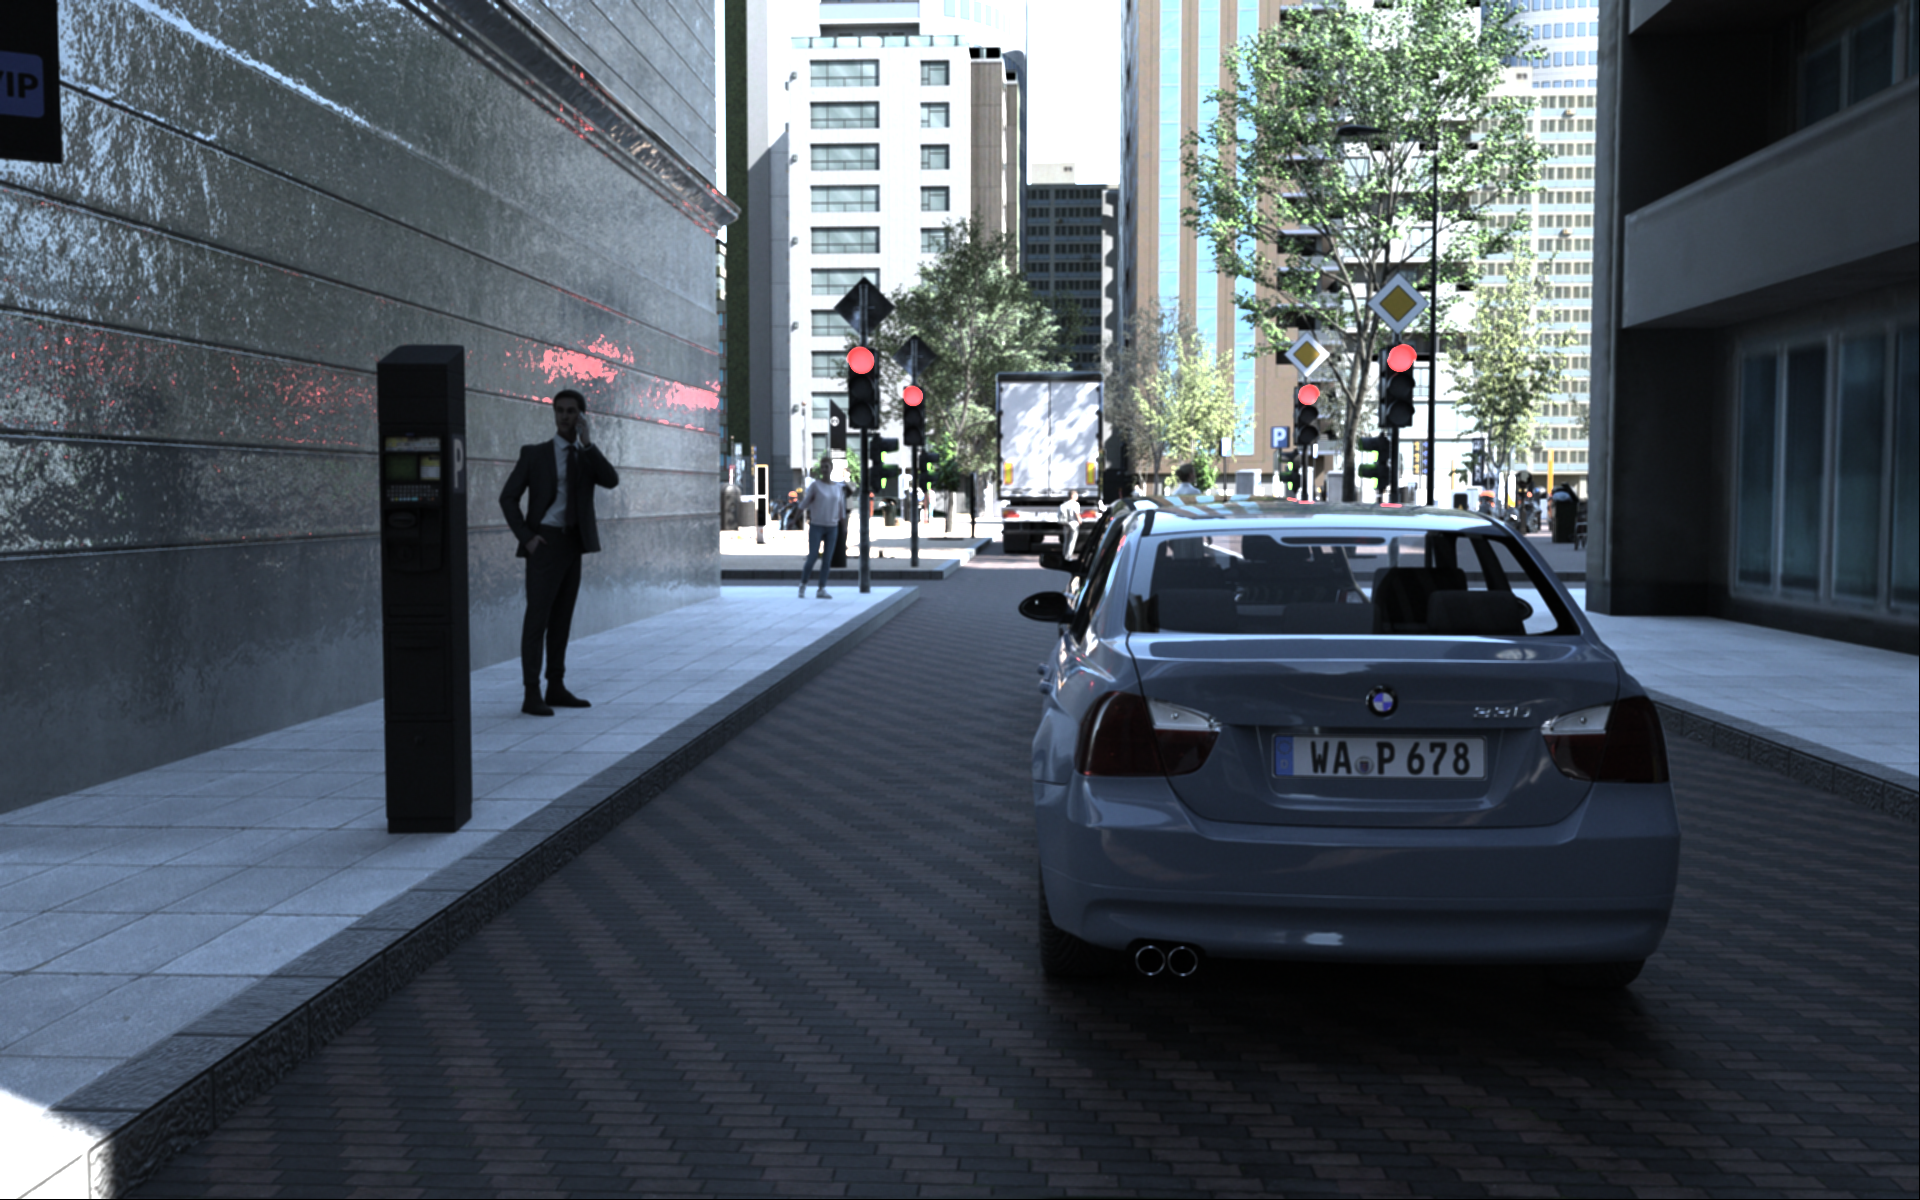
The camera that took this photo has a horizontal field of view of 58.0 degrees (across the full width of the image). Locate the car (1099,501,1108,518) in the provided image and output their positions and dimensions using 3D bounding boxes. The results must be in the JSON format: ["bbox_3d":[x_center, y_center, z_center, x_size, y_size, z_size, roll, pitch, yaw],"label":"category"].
[{"bbox_3d":[4.550,-3.190,64.523,2.083,1.381,4.827,0,4,4],"label":"car"}]

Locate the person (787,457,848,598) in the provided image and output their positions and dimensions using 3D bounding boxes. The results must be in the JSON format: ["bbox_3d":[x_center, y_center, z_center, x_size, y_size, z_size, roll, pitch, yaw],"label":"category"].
[{"bbox_3d":[-1.815,-0.898,21.394,0.731,1.740,0.598,-3,4,-36],"label":"person"}]

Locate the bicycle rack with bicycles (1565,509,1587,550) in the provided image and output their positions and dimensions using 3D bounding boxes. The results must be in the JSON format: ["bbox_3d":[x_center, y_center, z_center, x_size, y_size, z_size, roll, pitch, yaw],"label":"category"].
[{"bbox_3d":[15.056,-1.605,39.631,2.852,0.926,2.925,2,4,35],"label":"bicycle rack with bicycles"}]

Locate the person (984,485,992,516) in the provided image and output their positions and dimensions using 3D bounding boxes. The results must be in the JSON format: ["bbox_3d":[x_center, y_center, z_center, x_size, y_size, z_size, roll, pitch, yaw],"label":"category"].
[{"bbox_3d":[1.597,-5.853,101.837,0.391,1.810,0.635,2,4,34],"label":"person"}]

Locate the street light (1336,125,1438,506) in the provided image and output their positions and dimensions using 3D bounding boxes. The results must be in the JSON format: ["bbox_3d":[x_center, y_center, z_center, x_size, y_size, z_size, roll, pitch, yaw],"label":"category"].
[{"bbox_3d":[5.436,-3.021,21.941,1.470,5.913,1.316,0,4,3],"label":"street light"}]

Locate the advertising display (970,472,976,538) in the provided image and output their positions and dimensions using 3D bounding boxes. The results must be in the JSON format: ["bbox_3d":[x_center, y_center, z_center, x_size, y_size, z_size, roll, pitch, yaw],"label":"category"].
[{"bbox_3d":[0.384,-2.779,50.645,0.123,1.923,0.974,0,4,4],"label":"advertising display"}]

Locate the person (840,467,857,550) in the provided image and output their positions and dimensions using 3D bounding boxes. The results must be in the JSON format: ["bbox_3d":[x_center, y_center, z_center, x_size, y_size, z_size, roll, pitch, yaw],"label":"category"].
[{"bbox_3d":[-2.690,-2.098,39.712,0.648,1.900,0.474,0,4,-3],"label":"person"}]

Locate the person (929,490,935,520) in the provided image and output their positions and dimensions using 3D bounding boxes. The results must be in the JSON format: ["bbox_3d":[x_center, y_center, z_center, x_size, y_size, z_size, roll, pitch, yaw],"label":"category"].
[{"bbox_3d":[-1.542,-4.859,86.333,0.563,1.720,0.643,1,4,15],"label":"person"}]

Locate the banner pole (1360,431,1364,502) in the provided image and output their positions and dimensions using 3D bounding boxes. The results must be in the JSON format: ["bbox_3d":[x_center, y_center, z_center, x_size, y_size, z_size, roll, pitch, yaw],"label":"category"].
[{"bbox_3d":[15.985,-4.820,68.825,0.401,3.779,0.863,1,4,19],"label":"banner pole"}]

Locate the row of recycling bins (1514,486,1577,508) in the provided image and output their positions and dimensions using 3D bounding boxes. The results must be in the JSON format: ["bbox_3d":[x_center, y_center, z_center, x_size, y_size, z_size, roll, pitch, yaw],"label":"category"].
[{"bbox_3d":[30.851,-5.147,91.261,1.069,1.692,3.534,-3,5,-41],"label":"row of recycling bins"}]

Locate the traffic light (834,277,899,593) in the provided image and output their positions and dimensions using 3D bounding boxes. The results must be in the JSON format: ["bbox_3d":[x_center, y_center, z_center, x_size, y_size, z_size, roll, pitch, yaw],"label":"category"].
[{"bbox_3d":[-1.224,-2.050,22.440,0.839,4.253,0.868,0,4,3],"label":"traffic light"}]

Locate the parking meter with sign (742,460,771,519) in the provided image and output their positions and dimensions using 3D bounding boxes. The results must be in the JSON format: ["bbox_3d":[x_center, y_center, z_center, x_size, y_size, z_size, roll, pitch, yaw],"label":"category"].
[{"bbox_3d":[-10.229,-5.654,88.704,1.738,3.016,0.543,-1,4,-19],"label":"parking meter with sign"}]

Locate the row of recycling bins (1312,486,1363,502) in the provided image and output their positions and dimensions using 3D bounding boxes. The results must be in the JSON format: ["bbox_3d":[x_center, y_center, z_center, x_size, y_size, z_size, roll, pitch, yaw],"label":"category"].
[{"bbox_3d":[17.932,-4.671,83.484,3.534,1.692,1.069,-2,4,-31],"label":"row of recycling bins"}]

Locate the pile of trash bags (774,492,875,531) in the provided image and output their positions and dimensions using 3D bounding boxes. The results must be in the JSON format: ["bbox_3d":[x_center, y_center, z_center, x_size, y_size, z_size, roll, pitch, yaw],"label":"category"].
[{"bbox_3d":[-4.705,-3.131,60.941,3.447,1.369,1.912,0,4,-6],"label":"pile of trash bags"}]

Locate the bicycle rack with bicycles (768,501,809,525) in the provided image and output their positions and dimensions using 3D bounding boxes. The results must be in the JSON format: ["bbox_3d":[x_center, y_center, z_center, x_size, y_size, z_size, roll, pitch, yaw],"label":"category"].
[{"bbox_3d":[-6.337,-3.727,74.326,2.925,0.926,2.852,-3,5,-45],"label":"bicycle rack with bicycles"}]

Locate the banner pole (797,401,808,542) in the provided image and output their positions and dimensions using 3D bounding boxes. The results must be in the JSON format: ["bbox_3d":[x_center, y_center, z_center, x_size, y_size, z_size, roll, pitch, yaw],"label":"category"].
[{"bbox_3d":[-4.198,-3.452,46.465,0.401,3.779,0.863,0,4,-1],"label":"banner pole"}]

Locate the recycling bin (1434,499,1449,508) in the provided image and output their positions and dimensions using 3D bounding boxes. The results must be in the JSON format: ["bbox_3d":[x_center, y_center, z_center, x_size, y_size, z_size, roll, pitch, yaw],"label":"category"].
[{"bbox_3d":[22.907,-4.305,82.946,0.722,1.027,0.722,-2,4,-34],"label":"recycling bin"}]

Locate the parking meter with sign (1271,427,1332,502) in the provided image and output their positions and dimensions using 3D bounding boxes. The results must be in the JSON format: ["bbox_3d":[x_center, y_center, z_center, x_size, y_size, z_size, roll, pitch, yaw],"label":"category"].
[{"bbox_3d":[8.919,-3.008,45.437,1.738,3.016,0.543,-3,5,-41],"label":"parking meter with sign"}]

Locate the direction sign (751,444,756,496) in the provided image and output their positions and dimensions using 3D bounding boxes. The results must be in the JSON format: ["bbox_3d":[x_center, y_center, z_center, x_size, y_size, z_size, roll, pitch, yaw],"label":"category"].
[{"bbox_3d":[-9.375,-5.302,78.691,0.379,3.537,0.876,0,4,6],"label":"direction sign"}]

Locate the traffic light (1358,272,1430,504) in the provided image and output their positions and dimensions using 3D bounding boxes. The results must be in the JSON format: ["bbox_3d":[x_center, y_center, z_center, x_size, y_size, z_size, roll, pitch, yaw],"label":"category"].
[{"bbox_3d":[5.528,-2.028,22.082,0.839,4.253,0.868,0,4,3],"label":"traffic light"}]

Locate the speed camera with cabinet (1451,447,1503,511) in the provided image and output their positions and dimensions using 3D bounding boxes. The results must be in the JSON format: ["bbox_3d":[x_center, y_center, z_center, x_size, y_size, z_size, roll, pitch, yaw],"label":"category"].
[{"bbox_3d":[21.594,-4.775,72.410,2.038,3.252,0.660,3,5,43],"label":"speed camera with cabinet"}]

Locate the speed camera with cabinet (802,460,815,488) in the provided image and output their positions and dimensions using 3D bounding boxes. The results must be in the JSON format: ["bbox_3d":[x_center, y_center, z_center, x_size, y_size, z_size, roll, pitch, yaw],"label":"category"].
[{"bbox_3d":[-7.993,-6.422,99.339,2.038,3.252,0.660,0,4,0],"label":"speed camera with cabinet"}]

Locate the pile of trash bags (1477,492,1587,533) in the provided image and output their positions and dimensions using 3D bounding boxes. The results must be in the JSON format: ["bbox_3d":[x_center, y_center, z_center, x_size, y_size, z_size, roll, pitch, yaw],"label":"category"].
[{"bbox_3d":[20.012,-3.147,61.205,3.447,1.369,1.912,2,4,35],"label":"pile of trash bags"}]

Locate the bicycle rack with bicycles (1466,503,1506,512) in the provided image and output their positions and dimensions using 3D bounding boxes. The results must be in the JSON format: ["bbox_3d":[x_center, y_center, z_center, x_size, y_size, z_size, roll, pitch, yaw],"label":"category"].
[{"bbox_3d":[19.970,-3.201,65.713,2.925,0.926,2.852,0,4,-8],"label":"bicycle rack with bicycles"}]

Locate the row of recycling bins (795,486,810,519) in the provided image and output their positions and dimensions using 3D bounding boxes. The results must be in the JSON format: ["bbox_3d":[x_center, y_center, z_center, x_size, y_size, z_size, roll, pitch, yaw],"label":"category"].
[{"bbox_3d":[-7.433,-5.059,89.820,1.069,1.692,3.534,-3,4,-36],"label":"row of recycling bins"}]

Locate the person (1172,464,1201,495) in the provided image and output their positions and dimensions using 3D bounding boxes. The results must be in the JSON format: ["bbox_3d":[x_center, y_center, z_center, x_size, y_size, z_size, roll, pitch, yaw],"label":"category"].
[{"bbox_3d":[2.720,-0.749,20.972,0.641,1.798,0.478,-2,4,-32],"label":"person"}]

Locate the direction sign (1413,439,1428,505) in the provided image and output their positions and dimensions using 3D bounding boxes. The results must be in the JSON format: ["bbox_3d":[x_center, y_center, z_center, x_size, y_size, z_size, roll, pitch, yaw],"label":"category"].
[{"bbox_3d":[19.060,-4.876,71.720,0.876,3.537,0.379,-2,4,-32],"label":"direction sign"}]

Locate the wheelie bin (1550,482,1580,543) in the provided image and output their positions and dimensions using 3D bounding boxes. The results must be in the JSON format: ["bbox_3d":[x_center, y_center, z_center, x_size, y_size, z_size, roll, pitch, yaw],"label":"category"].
[{"bbox_3d":[15.913,-2.307,45.622,0.693,1.594,0.980,1,4,9],"label":"wheelie bin"}]

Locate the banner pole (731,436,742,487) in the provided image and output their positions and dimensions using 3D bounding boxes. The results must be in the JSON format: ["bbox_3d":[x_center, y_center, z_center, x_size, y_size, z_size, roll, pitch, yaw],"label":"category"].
[{"bbox_3d":[-9.670,-5.185,74.784,0.863,3.779,0.401,3,5,41],"label":"banner pole"}]

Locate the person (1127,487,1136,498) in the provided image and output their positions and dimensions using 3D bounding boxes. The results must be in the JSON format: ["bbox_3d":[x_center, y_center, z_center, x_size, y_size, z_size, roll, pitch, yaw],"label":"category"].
[{"bbox_3d":[11.159,-6.379,111.070,1.217,1.736,0.721,3,5,42],"label":"person"}]

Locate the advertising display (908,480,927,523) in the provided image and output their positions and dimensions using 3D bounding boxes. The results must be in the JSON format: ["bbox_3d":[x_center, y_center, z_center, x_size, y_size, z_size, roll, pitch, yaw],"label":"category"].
[{"bbox_3d":[-1.896,-4.401,77.169,0.974,1.923,0.123,-3,4,-37],"label":"advertising display"}]

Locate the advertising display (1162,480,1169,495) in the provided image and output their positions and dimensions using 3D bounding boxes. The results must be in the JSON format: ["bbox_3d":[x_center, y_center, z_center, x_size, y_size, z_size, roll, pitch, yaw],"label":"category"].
[{"bbox_3d":[9.718,-4.685,81.813,0.123,1.923,0.974,1,4,20],"label":"advertising display"}]

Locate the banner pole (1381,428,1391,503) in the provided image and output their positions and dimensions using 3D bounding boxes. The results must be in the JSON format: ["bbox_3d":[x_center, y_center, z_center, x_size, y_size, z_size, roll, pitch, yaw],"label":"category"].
[{"bbox_3d":[11.496,-3.458,46.550,0.401,3.779,0.863,-1,4,-23],"label":"banner pole"}]

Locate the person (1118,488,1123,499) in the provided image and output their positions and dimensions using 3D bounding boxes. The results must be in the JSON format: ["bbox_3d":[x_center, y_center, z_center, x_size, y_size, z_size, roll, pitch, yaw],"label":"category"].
[{"bbox_3d":[11.393,-7.046,121.965,0.721,1.743,1.217,0,4,7],"label":"person"}]

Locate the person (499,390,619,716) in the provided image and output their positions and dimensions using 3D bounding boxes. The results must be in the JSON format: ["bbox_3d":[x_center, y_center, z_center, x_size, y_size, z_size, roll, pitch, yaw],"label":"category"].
[{"bbox_3d":[-2.364,-0.300,10.316,0.474,1.900,0.648,3,5,40],"label":"person"}]

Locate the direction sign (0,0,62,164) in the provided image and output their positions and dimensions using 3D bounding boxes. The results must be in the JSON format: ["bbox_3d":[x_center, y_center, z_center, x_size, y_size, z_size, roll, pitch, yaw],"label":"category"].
[{"bbox_3d":[-2.492,-0.726,3.874,0.876,3.537,0.379,-2,4,-32],"label":"direction sign"}]

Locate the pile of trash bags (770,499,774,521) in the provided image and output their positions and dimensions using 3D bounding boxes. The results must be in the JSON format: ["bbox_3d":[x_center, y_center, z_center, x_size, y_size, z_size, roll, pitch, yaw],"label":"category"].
[{"bbox_3d":[-8.146,-4.481,83.022,1.912,1.369,3.447,0,4,-2],"label":"pile of trash bags"}]

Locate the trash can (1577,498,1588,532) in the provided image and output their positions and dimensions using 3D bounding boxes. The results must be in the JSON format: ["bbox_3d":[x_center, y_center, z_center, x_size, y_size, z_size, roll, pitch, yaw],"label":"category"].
[{"bbox_3d":[20.815,-2.820,57.766,0.748,1.137,0.748,0,3,0],"label":"trash can"}]

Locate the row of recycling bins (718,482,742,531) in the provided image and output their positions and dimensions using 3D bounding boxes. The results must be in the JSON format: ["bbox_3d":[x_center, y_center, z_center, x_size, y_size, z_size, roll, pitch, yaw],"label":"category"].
[{"bbox_3d":[-9.453,-3.235,60.008,3.534,1.692,1.069,-1,4,-11],"label":"row of recycling bins"}]

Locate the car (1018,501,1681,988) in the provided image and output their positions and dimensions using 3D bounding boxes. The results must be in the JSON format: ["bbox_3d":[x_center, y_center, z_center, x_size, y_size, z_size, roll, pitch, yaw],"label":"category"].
[{"bbox_3d":[1.198,0.344,6.376,2.014,1.417,4.499,0,4,5],"label":"car"}]

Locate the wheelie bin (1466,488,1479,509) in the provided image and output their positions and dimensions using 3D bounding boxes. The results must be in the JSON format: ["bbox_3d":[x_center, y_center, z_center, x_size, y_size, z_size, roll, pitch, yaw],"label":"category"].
[{"bbox_3d":[27.377,-5.187,92.715,0.980,1.594,0.693,0,4,0],"label":"wheelie bin"}]

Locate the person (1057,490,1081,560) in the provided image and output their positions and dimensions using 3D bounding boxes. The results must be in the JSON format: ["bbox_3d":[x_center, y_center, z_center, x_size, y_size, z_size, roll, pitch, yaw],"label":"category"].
[{"bbox_3d":[2.267,-1.520,35.952,0.503,1.515,0.523,1,4,11],"label":"person"}]

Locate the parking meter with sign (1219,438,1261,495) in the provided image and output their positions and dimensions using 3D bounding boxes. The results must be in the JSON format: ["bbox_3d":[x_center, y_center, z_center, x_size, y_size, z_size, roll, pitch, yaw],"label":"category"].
[{"bbox_3d":[8.937,-3.515,53.732,1.738,3.016,0.543,3,4,39],"label":"parking meter with sign"}]

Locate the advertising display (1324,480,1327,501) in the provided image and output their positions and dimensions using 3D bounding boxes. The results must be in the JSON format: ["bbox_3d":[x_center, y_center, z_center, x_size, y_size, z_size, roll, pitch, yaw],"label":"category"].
[{"bbox_3d":[16.906,-4.539,79.427,0.123,1.923,0.974,2,4,30],"label":"advertising display"}]

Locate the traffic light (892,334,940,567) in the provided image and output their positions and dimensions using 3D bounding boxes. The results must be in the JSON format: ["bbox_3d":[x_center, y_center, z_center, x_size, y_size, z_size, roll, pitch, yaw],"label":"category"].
[{"bbox_3d":[-0.781,-2.538,30.413,0.839,4.253,0.868,0,4,3],"label":"traffic light"}]

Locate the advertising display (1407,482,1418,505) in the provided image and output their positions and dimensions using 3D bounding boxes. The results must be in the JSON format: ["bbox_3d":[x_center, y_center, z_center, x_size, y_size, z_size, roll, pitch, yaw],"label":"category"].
[{"bbox_3d":[23.749,-5.244,90.950,0.123,1.923,0.974,-1,4,-11],"label":"advertising display"}]

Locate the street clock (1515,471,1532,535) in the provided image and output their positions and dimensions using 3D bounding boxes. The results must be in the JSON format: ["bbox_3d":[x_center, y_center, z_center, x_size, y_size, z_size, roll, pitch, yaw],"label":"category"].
[{"bbox_3d":[17.576,-3.027,54.061,0.471,2.002,0.358,0,4,2],"label":"street clock"}]

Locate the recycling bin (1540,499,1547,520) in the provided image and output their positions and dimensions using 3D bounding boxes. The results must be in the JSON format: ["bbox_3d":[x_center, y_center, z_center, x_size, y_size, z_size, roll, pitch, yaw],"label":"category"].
[{"bbox_3d":[29.211,-4.475,85.715,0.722,1.027,0.722,-2,4,-23],"label":"recycling bin"}]

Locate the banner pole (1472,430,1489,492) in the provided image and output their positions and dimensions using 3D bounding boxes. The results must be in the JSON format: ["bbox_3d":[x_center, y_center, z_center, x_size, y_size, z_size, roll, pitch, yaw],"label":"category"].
[{"bbox_3d":[20.313,-4.732,67.391,0.863,3.779,0.401,2,4,30],"label":"banner pole"}]

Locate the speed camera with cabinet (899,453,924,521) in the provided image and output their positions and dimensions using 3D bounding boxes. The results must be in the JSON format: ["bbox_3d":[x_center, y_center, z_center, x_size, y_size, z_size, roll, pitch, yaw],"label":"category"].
[{"bbox_3d":[-2.228,-5.432,83.156,0.660,3.252,2.038,-2,4,-30],"label":"speed camera with cabinet"}]

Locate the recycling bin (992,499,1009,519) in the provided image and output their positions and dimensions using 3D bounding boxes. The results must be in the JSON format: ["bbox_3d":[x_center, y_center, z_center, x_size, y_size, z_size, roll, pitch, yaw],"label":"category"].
[{"bbox_3d":[2.194,-4.815,91.278,0.722,1.027,0.722,3,5,39],"label":"recycling bin"}]

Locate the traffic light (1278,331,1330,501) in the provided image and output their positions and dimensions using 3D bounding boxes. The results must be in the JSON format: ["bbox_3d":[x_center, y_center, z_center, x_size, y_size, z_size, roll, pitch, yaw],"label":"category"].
[{"bbox_3d":[5.971,-2.516,30.055,0.839,4.253,0.868,0,4,3],"label":"traffic light"}]

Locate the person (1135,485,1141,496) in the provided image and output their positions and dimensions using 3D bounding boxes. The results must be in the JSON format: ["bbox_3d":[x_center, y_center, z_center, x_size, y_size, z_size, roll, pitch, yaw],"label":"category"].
[{"bbox_3d":[10.289,-5.759,100.325,0.853,1.813,0.709,-3,5,-40],"label":"person"}]

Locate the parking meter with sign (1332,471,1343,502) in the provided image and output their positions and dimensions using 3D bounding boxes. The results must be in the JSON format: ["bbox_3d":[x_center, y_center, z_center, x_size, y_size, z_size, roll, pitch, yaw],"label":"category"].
[{"bbox_3d":[12.383,-3.691,56.605,1.738,3.016,0.543,2,4,23],"label":"parking meter with sign"}]
